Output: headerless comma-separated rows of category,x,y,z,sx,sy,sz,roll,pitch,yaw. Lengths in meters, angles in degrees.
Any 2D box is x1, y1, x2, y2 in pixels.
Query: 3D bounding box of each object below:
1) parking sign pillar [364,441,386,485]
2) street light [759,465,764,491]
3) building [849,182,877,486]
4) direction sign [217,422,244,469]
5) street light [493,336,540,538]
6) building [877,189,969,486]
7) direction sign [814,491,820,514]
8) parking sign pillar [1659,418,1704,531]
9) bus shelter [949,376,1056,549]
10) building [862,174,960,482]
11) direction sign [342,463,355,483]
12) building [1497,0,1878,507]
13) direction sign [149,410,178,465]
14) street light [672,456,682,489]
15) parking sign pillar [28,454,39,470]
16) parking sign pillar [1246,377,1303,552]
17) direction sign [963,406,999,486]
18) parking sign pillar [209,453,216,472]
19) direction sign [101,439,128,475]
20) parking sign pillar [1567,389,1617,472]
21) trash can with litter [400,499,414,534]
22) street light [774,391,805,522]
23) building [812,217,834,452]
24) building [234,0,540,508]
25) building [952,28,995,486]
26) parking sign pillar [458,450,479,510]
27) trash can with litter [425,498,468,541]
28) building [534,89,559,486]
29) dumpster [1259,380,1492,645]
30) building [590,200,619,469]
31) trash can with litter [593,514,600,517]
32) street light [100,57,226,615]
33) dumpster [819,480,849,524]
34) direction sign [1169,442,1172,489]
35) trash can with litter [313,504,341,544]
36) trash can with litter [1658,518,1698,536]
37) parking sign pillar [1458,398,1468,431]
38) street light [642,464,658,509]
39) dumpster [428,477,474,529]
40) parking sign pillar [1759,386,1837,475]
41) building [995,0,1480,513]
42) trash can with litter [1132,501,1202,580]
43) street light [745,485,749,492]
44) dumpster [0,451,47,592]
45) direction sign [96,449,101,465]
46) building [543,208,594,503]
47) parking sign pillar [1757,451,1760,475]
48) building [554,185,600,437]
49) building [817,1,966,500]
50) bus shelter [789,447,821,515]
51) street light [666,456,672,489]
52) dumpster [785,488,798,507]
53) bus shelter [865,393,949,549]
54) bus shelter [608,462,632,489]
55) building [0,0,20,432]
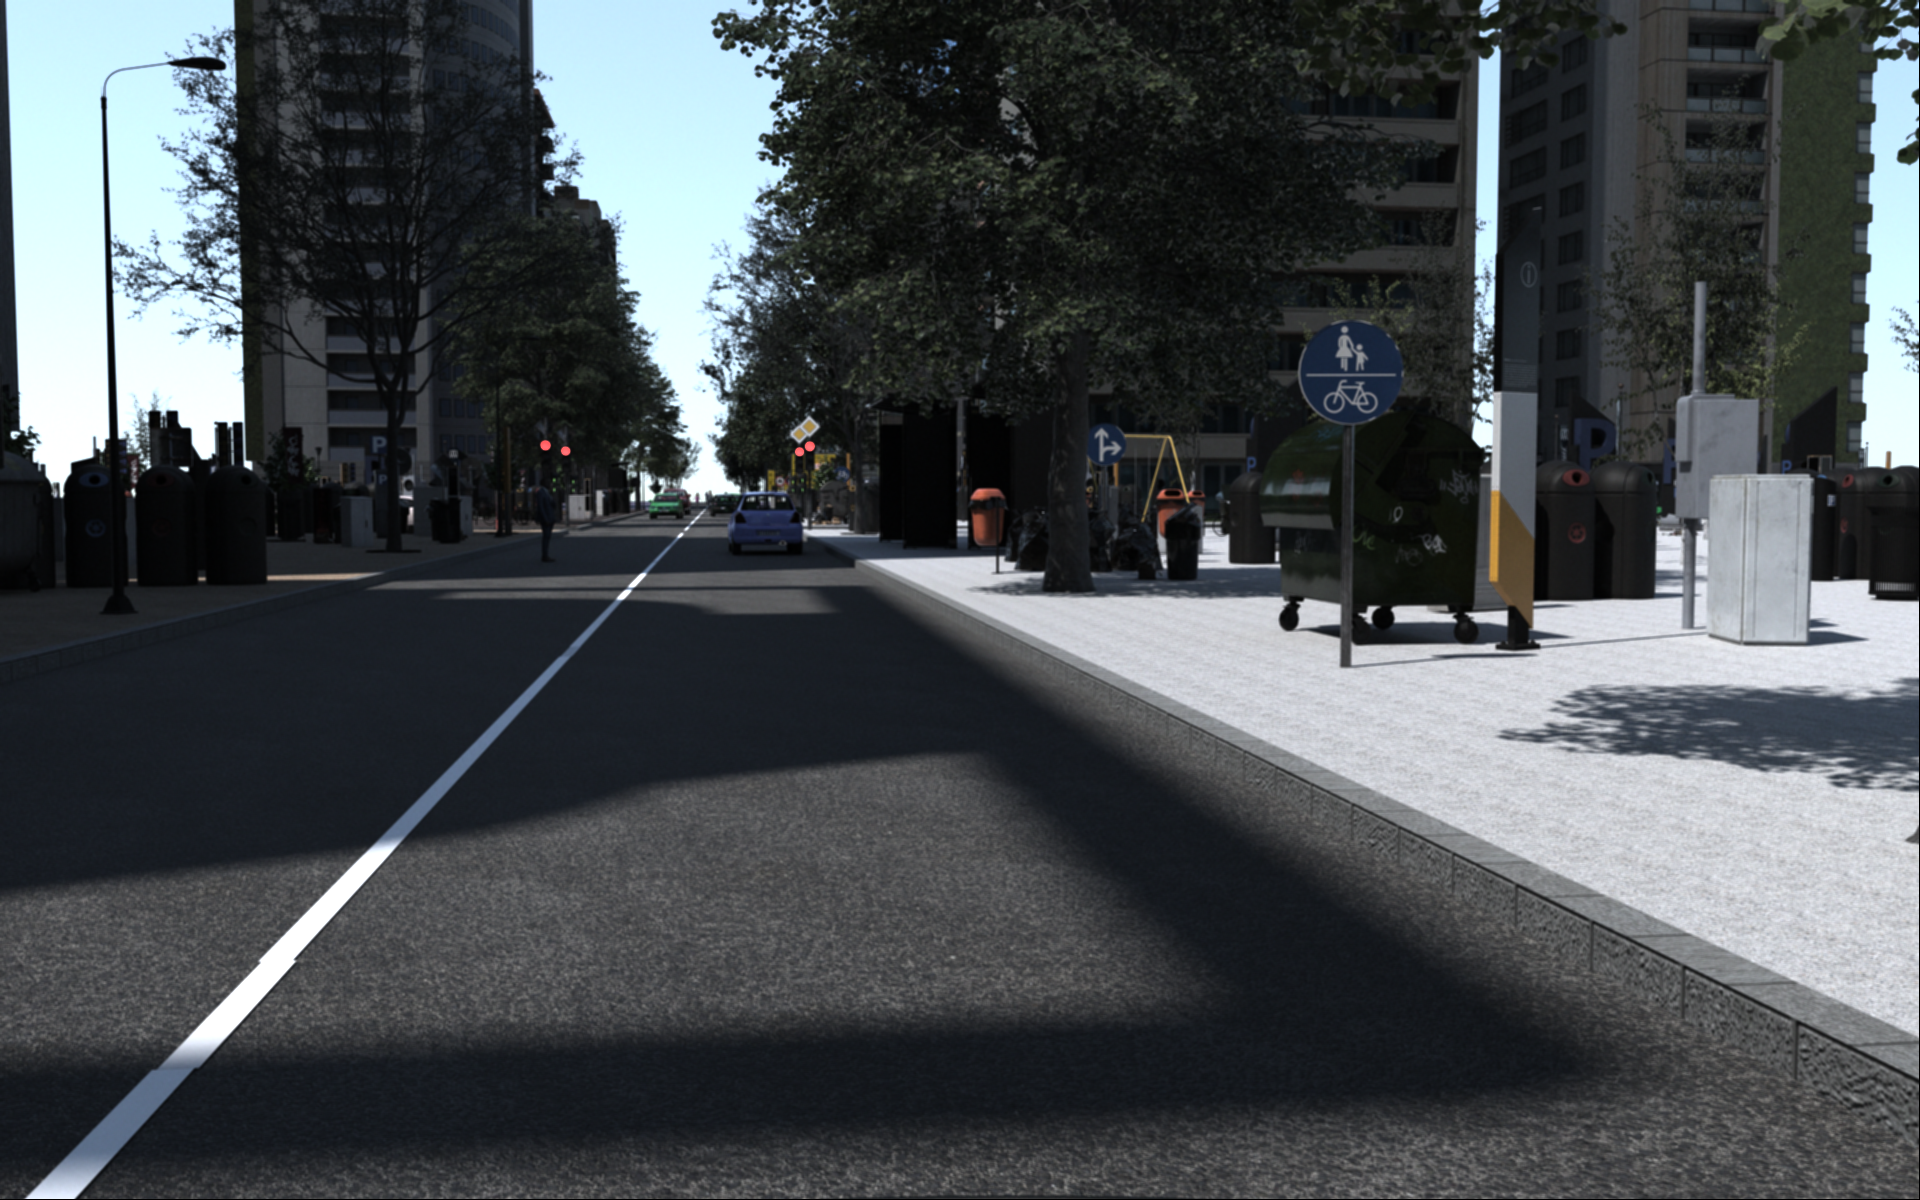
parking sign pillar,-29.703,-6.112,88.403,1.447,3.967,1.447,-1,4,-9
street light,-12.448,-8.513,111.729,1.470,5.913,1.316,0,4,-8
building,-6.283,-31.835,204.104,14.154,41.232,14.086,0,4,-8
direction sign,-22.874,-3.815,54.378,0.876,3.537,0.379,1,4,11
street light,-13.054,-4.801,51.040,1.470,5.913,1.316,0,4,-8
building,-1.177,-24.162,166.757,14.160,30.474,14.107,0,4,-8
direction sign,-10.570,-8.147,125.195,0.876,3.537,0.379,3,5,41
parking sign pillar,25.225,-4.404,60.475,1.447,3.967,1.447,-2,4,-34
bus shelter,1.091,-2.812,37.267,1.731,3.624,6.357,0,4,-8
building,5.502,-30.257,186.579,32.217,40.220,23.993,0,4,-8
direction sign,-44.647,-8.233,126.599,0.876,3.537,0.379,-2,4,-28
building,38.738,-25.095,93.895,14.086,41.232,14.154,0,4,-8
direction sign,-21.594,-3.367,47.053,0.876,3.537,0.379,1,4,11
street light,-37.367,-15.549,226.769,1.470,5.913,1.316,0,4,-8
parking sign pillar,-56.778,-7.186,105.962,1.447,3.967,1.447,-3,5,-42
parking sign pillar,7.115,-3.105,39.246,1.447,3.967,1.447,-2,4,-29
direction sign,0.585,-3.208,44.441,0.876,3.537,0.379,0,4,-1
parking sign pillar,-48.147,-7.632,113.249,1.447,3.967,1.447,-3,5,-42
direction sign,-34.604,-4.838,71.101,0.876,3.537,0.379,0,4,-1
parking sign pillar,16.358,-3.439,44.696,1.447,3.967,1.447,-1,4,-14
trash can with litter,-17.812,-2.716,55.797,1.055,1.170,0.624,1,4,20
street light,-7.719,-6.462,78.193,1.470,5.913,1.316,0,4,-8
building,-13.455,-41.006,290.049,23.786,49.044,30.456,0,4,-8
building,-49.961,-37.437,154.096,21.231,58.520,28.212,0,4,-8
building,11.119,-29.002,128.812,22.147,44.769,28.867,0,4,-8
parking sign pillar,-28.276,-6.775,99.240,1.447,3.967,1.447,3,5,43
trash can with litter,-14.118,-2.216,47.621,0.624,1.170,1.055,3,4,38
building,-54.494,-32.296,182.667,22.147,44.769,28.867,0,4,-8
dumpster,3.689,-0.794,15.469,1.502,2.255,1.985,0,4,-8
building,-68.063,-40.531,286.375,21.300,48.544,21.600,0,4,-8
trash can with litter,-21.210,-5.377,98.974,1.678,1.210,2.233,-2,4,-28
street light,-8.500,-2.811,18.497,1.470,5.913,1.316,0,4,-8
dumpster,-5.370,-4.205,74.508,1.264,1.857,1.865,0,4,-8
direction sign,9.097,-5.065,74.803,0.379,3.537,0.876,0,4,0
trash can with litter,-16.163,-2.037,44.699,1.055,1.170,0.624,0,4,-5
trash can with litter,22.377,-2.624,53.960,1.678,1.210,2.233,2,4,31
parking sign pillar,13.614,-3.608,47.464,1.447,3.967,1.447,1,4,22
street light,-25.999,-10.558,145.167,1.470,5.913,1.316,0,4,-8
dumpster,-16.450,-3.068,55.926,1.264,1.857,1.865,0,4,-8
parking sign pillar,21.130,-3.345,43.167,1.447,3.967,1.447,-1,4,-17
building,12.928,-28.621,91.658,21.600,48.544,21.300,0,4,-8
trash can with litter,3.096,-0.891,25.959,1.055,1.170,0.624,0,4,6
street light,-18.475,-11.166,155.110,1.470,5.913,1.316,0,4,-8
dumpster,-12.510,-0.984,21.844,1.264,1.857,1.865,0,4,-8
direction sign,-42.718,-5.769,86.325,0.379,3.537,0.876,3,5,42
building,-58.520,-34.074,240.704,14.154,41.232,14.086,0,4,-8
parking sign pillar,36.284,-5.511,78.574,1.447,3.967,1.447,2,4,31
building,-60.736,-36.967,254.524,14.600,45.320,14.200,0,4,-8
building,-10.141,-57.836,258.289,22.319,86.520,31.000,0,4,-8
bus shelter,-10.512,-8.688,119.674,2.179,5.291,8.768,0,4,-8
street light,-30.541,-12.543,177.616,1.470,5.913,1.316,0,4,-8
dumpster,-9.626,-5.897,102.180,1.264,1.857,1.865,0,4,-8
bus shelter,-1.247,-3.187,43.388,1.731,3.624,6.357,0,4,-8
bus shelter,-25.489,-8.435,129.189,1.731,3.624,6.357,0,4,-8
building,-30.382,-16.330,38.700,14.107,30.474,14.160,0,4,-8
